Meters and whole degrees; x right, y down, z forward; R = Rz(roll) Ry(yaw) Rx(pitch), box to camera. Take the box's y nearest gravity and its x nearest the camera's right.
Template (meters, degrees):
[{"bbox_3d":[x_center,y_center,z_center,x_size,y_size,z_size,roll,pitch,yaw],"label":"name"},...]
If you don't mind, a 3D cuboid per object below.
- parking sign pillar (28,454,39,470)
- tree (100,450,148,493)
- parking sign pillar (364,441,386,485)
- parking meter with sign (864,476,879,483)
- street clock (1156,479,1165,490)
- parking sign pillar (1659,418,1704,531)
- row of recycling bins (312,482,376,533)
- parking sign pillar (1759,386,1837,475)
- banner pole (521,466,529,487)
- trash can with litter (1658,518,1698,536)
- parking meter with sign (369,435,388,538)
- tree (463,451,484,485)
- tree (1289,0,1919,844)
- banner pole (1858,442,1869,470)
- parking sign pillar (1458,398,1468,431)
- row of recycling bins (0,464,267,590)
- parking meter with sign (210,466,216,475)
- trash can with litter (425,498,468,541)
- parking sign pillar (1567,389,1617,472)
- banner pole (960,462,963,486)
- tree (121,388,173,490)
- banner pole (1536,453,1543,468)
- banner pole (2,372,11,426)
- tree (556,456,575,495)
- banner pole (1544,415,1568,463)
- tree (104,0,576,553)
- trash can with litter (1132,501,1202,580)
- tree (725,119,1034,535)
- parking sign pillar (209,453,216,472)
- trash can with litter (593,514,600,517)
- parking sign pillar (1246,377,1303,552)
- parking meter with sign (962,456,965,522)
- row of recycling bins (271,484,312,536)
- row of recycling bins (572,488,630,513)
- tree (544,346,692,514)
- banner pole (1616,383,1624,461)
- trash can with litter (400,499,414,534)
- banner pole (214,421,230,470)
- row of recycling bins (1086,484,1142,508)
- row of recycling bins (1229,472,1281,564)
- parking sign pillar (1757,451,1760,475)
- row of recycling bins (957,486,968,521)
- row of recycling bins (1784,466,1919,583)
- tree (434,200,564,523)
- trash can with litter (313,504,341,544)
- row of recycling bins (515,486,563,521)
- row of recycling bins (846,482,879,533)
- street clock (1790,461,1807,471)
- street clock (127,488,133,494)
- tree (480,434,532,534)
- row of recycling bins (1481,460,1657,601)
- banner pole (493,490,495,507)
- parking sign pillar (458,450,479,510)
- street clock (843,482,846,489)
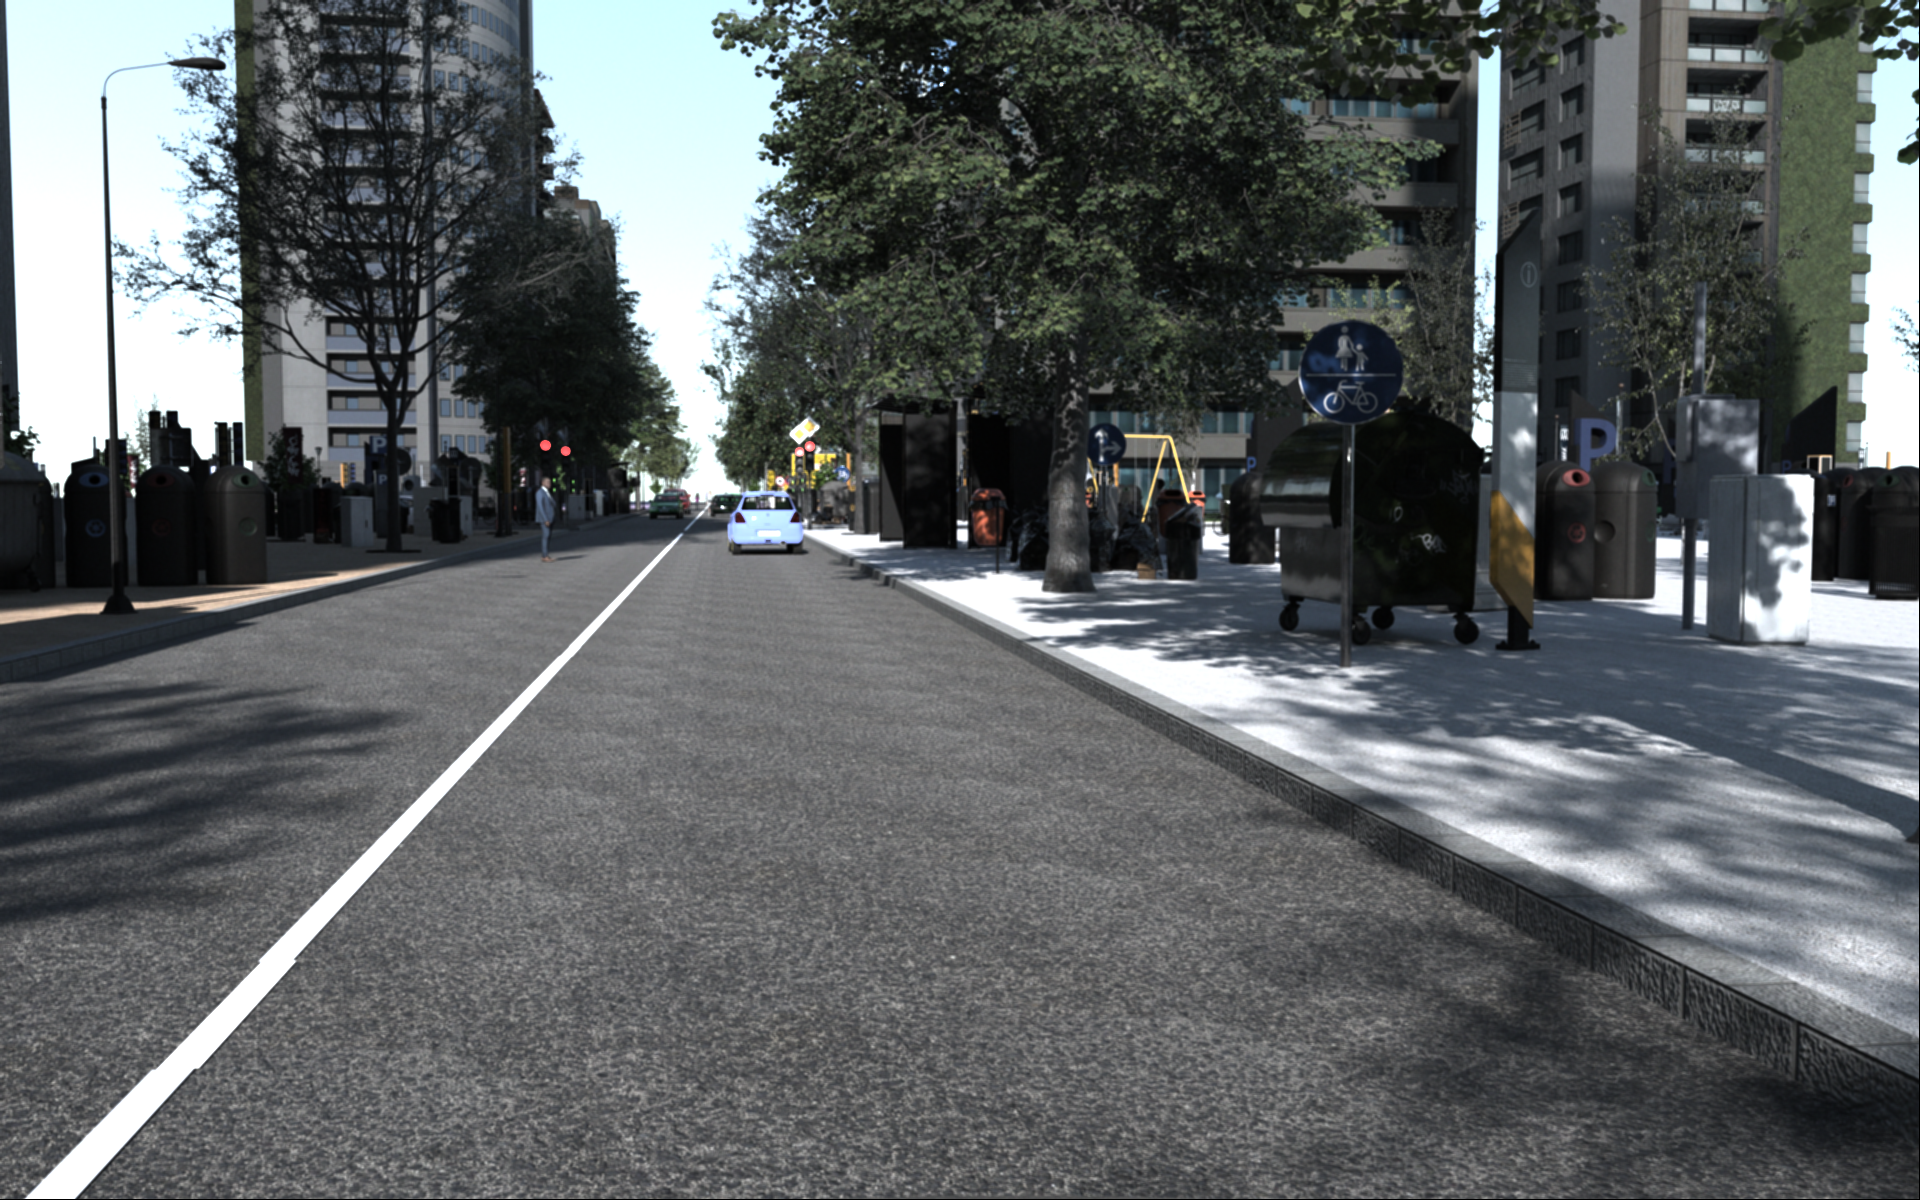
[{"bbox_3d":[-56.778,-7.186,105.962,1.447,3.967,1.447,-3,5,-42],"label":"parking sign pillar"},{"bbox_3d":[-53.773,-7.775,110.828,4.285,4.588,4.351,0,3,0],"label":"tree"},{"bbox_3d":[-29.703,-6.112,88.403,1.447,3.967,1.447,-1,4,-9],"label":"parking sign pillar"},{"bbox_3d":[-3.676,-4.692,72.982,1.738,3.016,0.543,-3,5,-39],"label":"parking meter with sign"},{"bbox_3d":[9.369,-4.704,81.486,0.471,2.002,0.358,-1,4,-13],"label":"street clock"},{"bbox_3d":[25.225,-4.404,60.475,1.447,3.967,1.447,-2,4,-34],"label":"parking sign pillar"},{"bbox_3d":[-20.596,-3.108,57.932,1.069,1.692,3.534,3,4,36],"label":"row of recycling bins"},{"bbox_3d":[21.130,-3.345,43.167,1.447,3.967,1.447,-1,4,-17],"label":"parking sign pillar"},{"bbox_3d":[-32.599,-8.549,129.793,0.863,3.779,0.401,-2,4,-34],"label":"banner pole"},{"bbox_3d":[22.377,-2.624,53.960,1.678,1.210,2.233,2,4,31],"label":"trash can with litter"},{"bbox_3d":[-16.984,-3.339,50.862,0.543,3.016,1.738,-1,4,-21],"label":"parking meter with sign"},{"bbox_3d":[-37.896,-9.064,131.913,4.285,4.588,4.351,0,3,0],"label":"tree"},{"bbox_3d":[3.880,-5.397,6.365,7.486,12.596,7.792,0,3,0],"label":"tree"},{"bbox_3d":[43.286,-5.689,83.030,0.863,3.779,0.401,-2,4,-28],"label":"banner pole"},{"bbox_3d":[13.614,-3.608,47.464,1.447,3.967,1.447,1,4,22],"label":"parking sign pillar"},{"bbox_3d":[-11.580,-1.041,24.129,3.534,1.692,1.069,-2,4,-25],"label":"row of recycling bins"},{"bbox_3d":[-46.820,-6.920,109.404,0.543,3.016,1.738,-1,4,-10],"label":"parking meter with sign"},{"bbox_3d":[-14.118,-2.216,47.621,0.624,1.170,1.055,3,4,38],"label":"trash can with litter"},{"bbox_3d":[16.358,-3.439,44.696,1.447,3.967,1.447,-1,4,-14],"label":"parking sign pillar"},{"bbox_3d":[0.407,-7.964,120.235,0.863,3.779,0.401,-1,4,-12],"label":"banner pole"},{"bbox_3d":[-56.177,-10.377,120.033,4.360,8.622,3.978,0,3,0],"label":"tree"},{"bbox_3d":[31.291,-6.312,93.219,0.863,3.779,0.401,-1,4,-23],"label":"banner pole"},{"bbox_3d":[-19.294,-2.753,35.023,0.401,3.779,0.863,-3,5,-44],"label":"banner pole"},{"bbox_3d":[-28.903,-8.836,128.179,4.285,4.588,4.351,0,3,0],"label":"tree"},{"bbox_3d":[19.063,-3.973,54.979,0.863,3.779,0.401,-2,4,-31],"label":"banner pole"},{"bbox_3d":[-12.465,-7.795,37.823,12.009,13.543,11.850,0,3,0],"label":"tree"},{"bbox_3d":[3.096,-0.891,25.959,1.055,1.170,0.624,0,4,6],"label":"trash can with litter"},{"bbox_3d":[-3.231,-8.790,54.079,12.009,13.543,11.850,0,3,0],"label":"tree"},{"bbox_3d":[-48.147,-7.632,113.249,1.447,3.967,1.447,-3,5,-42],"label":"parking sign pillar"},{"bbox_3d":[-21.210,-5.377,98.974,1.678,1.210,2.233,-2,4,-28],"label":"trash can with litter"},{"bbox_3d":[7.115,-3.105,39.246,1.447,3.967,1.447,-2,4,-29],"label":"parking sign pillar"},{"bbox_3d":[-0.668,-5.045,78.754,1.738,3.016,0.543,0,4,-6],"label":"parking meter with sign"},{"bbox_3d":[-21.717,-2.779,52.557,3.534,1.692,1.069,0,4,-5],"label":"row of recycling bins"},{"bbox_3d":[-23.647,-6.588,114.831,3.534,1.692,1.069,0,4,-2],"label":"row of recycling bins"},{"bbox_3d":[-23.333,-11.443,112.847,9.928,11.665,9.643,0,3,0],"label":"tree"},{"bbox_3d":[14.797,-2.993,38.945,0.401,3.779,0.863,2,4,28],"label":"banner pole"},{"bbox_3d":[-17.812,-2.716,55.797,1.055,1.170,0.624,1,4,20],"label":"trash can with litter"},{"bbox_3d":[-25.345,-4.248,59.477,0.863,3.779,0.401,2,4,25],"label":"banner pole"},{"bbox_3d":[6.467,-4.039,73.148,1.069,1.692,3.534,-2,4,-30],"label":"row of recycling bins"},{"bbox_3d":[6.766,-1.521,31.974,3.534,1.692,1.069,0,4,-1],"label":"row of recycling bins"},{"bbox_3d":[36.284,-5.511,78.574,1.447,3.967,1.447,2,4,31],"label":"parking sign pillar"},{"bbox_3d":[0.255,-4.741,84.625,1.069,1.692,3.534,-1,4,-10],"label":"row of recycling bins"},{"bbox_3d":[13.686,-1.189,26.557,1.069,1.692,3.534,0,4,-4],"label":"row of recycling bins"},{"bbox_3d":[-17.695,-10.312,75.248,9.857,13.997,8.962,0,3,0],"label":"tree"},{"bbox_3d":[-16.163,-2.037,44.699,1.055,1.170,0.624,0,4,-5],"label":"trash can with litter"},{"bbox_3d":[-20.438,-4.709,84.106,1.069,1.692,3.534,-3,5,-44],"label":"row of recycling bins"},{"bbox_3d":[-3.063,-3.160,58.780,1.069,1.692,3.534,-1,4,-13],"label":"row of recycling bins"},{"bbox_3d":[18.386,-2.038,37.886,0.471,2.002,0.358,-2,4,-29],"label":"street clock"},{"bbox_3d":[-54.307,-6.646,113.225,0.471,2.002,0.358,-3,4,-36],"label":"street clock"},{"bbox_3d":[-14.662,-3.750,55.920,1.663,3.219,1.824,0,3,0],"label":"tree"},{"bbox_3d":[6.860,-0.845,20.927,3.534,1.692,1.069,-1,4,-22],"label":"row of recycling bins"},{"bbox_3d":[-36.852,-8.985,136.914,0.401,3.779,0.863,-1,4,-17],"label":"banner pole"},{"bbox_3d":[-28.276,-6.775,99.240,1.447,3.967,1.447,3,5,43],"label":"parking sign pillar"},{"bbox_3d":[-5.746,-4.957,85.618,0.358,2.002,0.471,0,4,-8],"label":"street clock"}]
